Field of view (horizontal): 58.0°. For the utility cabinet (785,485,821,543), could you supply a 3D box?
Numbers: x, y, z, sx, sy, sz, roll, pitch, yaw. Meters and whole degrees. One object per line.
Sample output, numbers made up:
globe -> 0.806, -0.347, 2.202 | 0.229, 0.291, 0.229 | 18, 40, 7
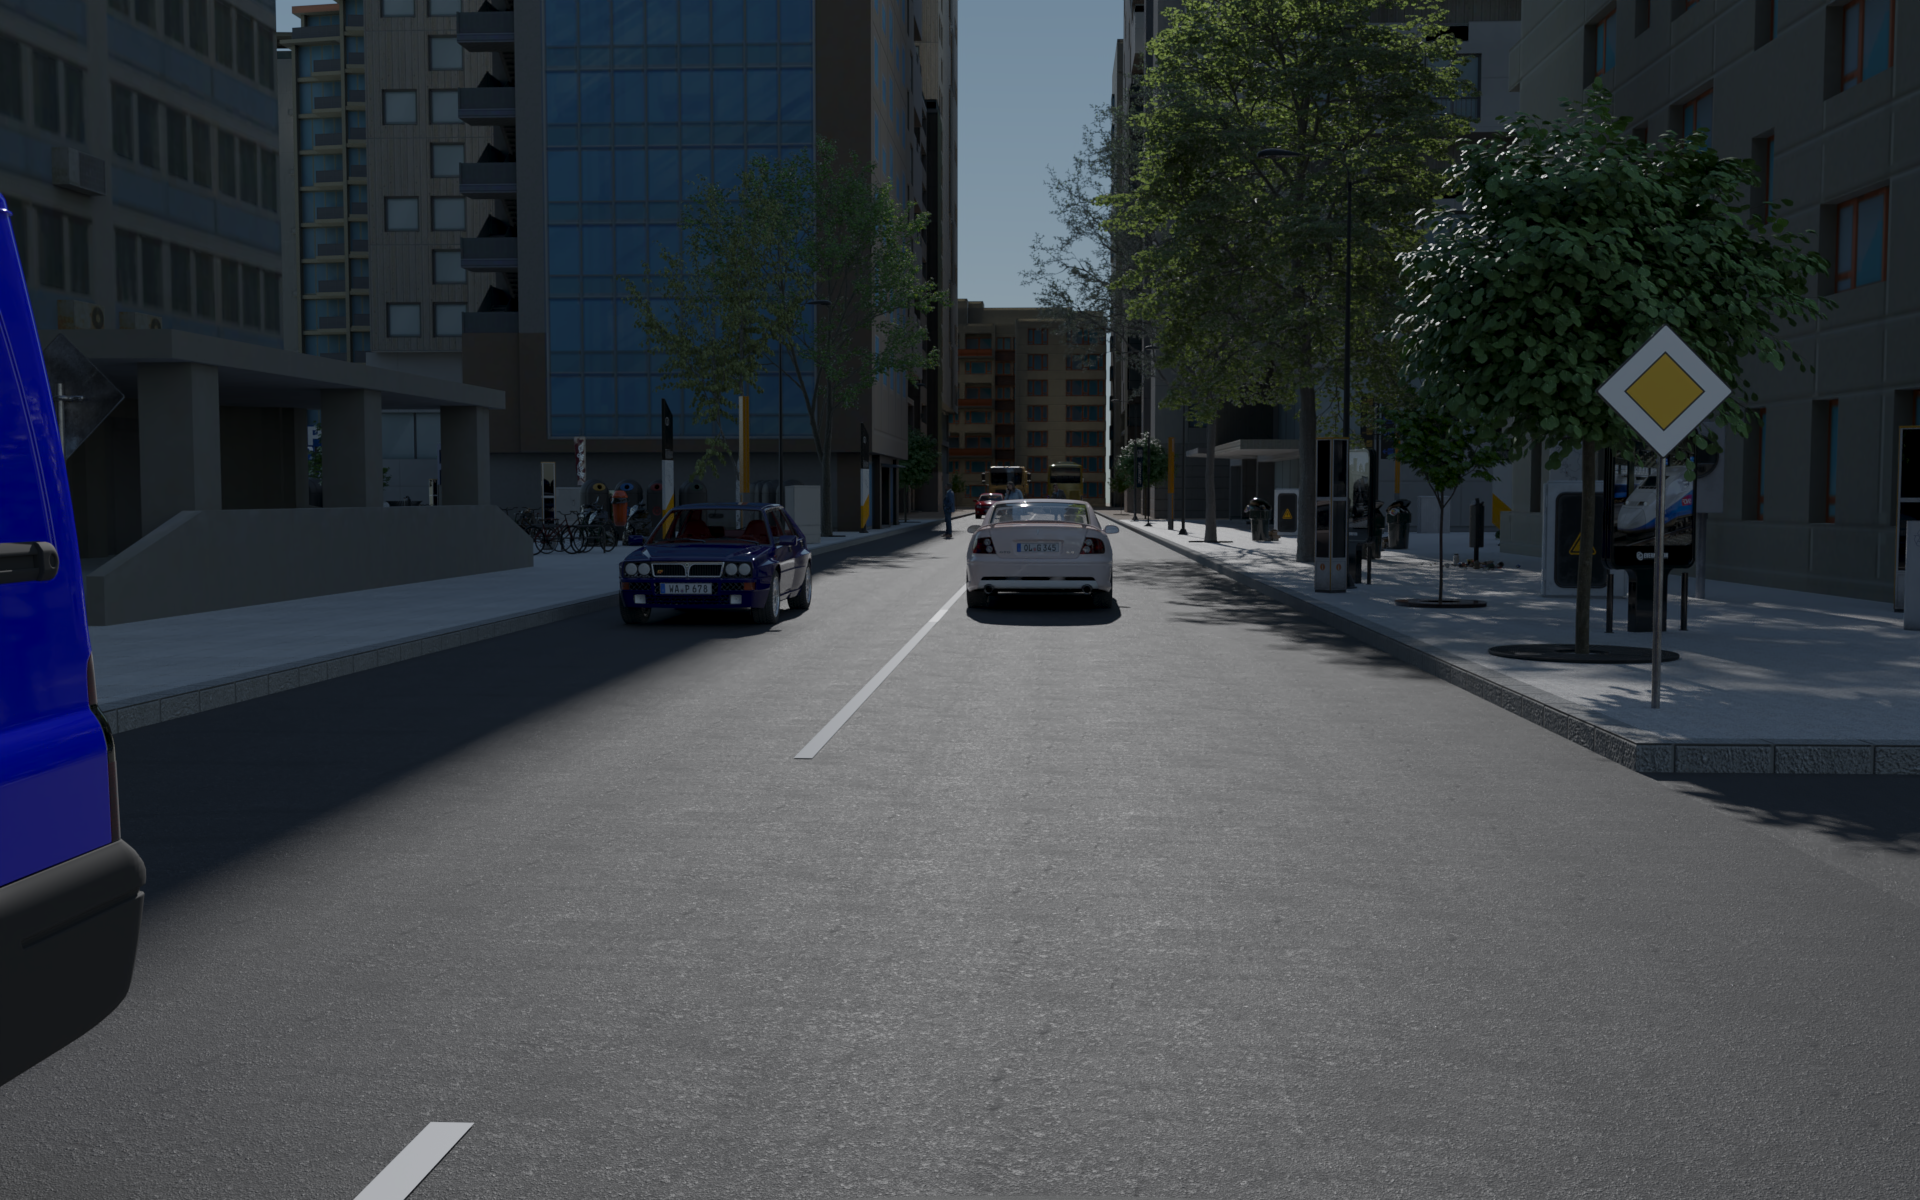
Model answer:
utility cabinet -> -4.033, -2.182, 44.357 | 0.318, 1.500, 1.173 | 2, 4, 29

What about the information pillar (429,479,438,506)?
information pillar -> -25.782, -4.914, 84.844 | 0.304, 2.012, 0.304 | 3, 5, 40

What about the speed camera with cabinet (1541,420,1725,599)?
speed camera with cabinet -> 8.248, -1.647, 21.266 | 2.038, 3.252, 0.660 | 1, 4, 17

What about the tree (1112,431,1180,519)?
tree -> 9.391, -6.396, 88.289 | 4.285, 4.588, 4.351 | 0, 3, 0

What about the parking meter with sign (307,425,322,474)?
parking meter with sign -> -16.259, -2.959, 44.647 | 0.543, 3.016, 1.738 | 0, 4, 1

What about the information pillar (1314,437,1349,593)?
information pillar -> 4.828, -1.102, 22.512 | 0.304, 2.012, 0.304 | -2, 4, -32

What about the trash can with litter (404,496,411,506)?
trash can with litter -> -21.960, -3.541, 68.948 | 1.678, 1.210, 2.233 | -2, 4, -29

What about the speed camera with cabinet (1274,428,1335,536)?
speed camera with cabinet -> 10.531, -3.544, 52.284 | 2.038, 3.252, 0.660 | 3, 4, 37

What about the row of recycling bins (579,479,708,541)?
row of recycling bins -> -8.729, -2.488, 47.784 | 3.534, 1.692, 1.069 | 0, 4, -3

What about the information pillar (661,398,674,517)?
information pillar -> -7.184, -3.131, 42.546 | 0.183, 3.616, 0.504 | 1, 4, 16

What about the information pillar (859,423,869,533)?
information pillar -> -3.133, -4.013, 56.969 | 0.183, 3.616, 0.504 | 1, 4, 22

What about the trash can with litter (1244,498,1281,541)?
trash can with litter -> 8.287, -2.196, 47.293 | 0.624, 1.170, 1.055 | 3, 5, 41

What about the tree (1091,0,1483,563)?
tree -> 6.162, -6.977, 32.207 | 7.486, 12.596, 7.792 | 0, 3, 0

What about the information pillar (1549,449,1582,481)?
information pillar -> 9.302, -2.158, 26.642 | 0.504, 3.616, 0.183 | 0, 4, 7

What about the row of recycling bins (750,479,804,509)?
row of recycling bins -> -5.261, -2.583, 49.342 | 1.069, 1.692, 3.534 | -2, 4, -24

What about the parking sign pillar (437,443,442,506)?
parking sign pillar -> -19.587, -4.757, 66.249 | 1.447, 3.967, 1.447 | -2, 4, -31

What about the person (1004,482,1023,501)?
person -> 1.633, -2.571, 50.803 | 0.793, 1.790, 0.793 | 0, 4, -5

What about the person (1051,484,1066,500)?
person -> 3.999, -3.777, 70.067 | 0.655, 1.846, 0.447 | 1, 4, 16

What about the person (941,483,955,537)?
person -> -0.378, -2.997, 57.683 | 0.419, 1.800, 0.721 | -1, 4, -9

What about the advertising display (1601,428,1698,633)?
advertising display -> 6.407, -0.666, 16.095 | 0.974, 1.923, 0.123 | -1, 4, -19

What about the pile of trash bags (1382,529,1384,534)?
pile of trash bags -> 11.956, -2.839, 56.176 | 3.447, 1.369, 1.912 | 0, 4, 5

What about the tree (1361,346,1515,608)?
tree -> 5.646, -1.539, 19.764 | 1.663, 3.219, 1.824 | 0, 3, 0

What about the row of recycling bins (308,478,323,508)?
row of recycling bins -> -16.349, -2.173, 42.643 | 3.534, 1.692, 1.069 | 1, 4, 14

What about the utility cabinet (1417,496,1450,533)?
utility cabinet -> 15.459, -2.773, 56.507 | 1.020, 1.237, 0.306 | 0, 4, -8

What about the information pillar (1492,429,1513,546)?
information pillar -> 13.412, -3.142, 42.719 | 0.504, 3.616, 0.183 | 2, 4, 31

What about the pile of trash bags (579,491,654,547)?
pile of trash bags -> -8.643, -2.082, 43.785 | 1.912, 1.369, 3.447 | -1, 4, -10

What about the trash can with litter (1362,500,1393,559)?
trash can with litter -> 7.912, -1.399, 34.262 | 0.624, 1.170, 1.055 | -2, 4, -26

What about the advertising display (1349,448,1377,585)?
advertising display -> 5.635, -1.204, 24.892 | 0.123, 1.923, 0.974 | -1, 4, -22

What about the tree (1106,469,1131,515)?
tree -> 9.824, -6.869, 106.907 | 1.663, 3.219, 1.824 | 0, 3, 0

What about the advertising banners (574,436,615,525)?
advertising banners -> -10.898, -3.419, 52.082 | 2.074, 3.025, 0.090 | 3, 4, 37

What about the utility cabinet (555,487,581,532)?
utility cabinet -> -12.859, -2.983, 57.452 | 1.173, 1.500, 0.318 | 0, 4, 8

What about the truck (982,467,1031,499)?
truck -> 3.522, -7.909, 125.232 | 3.469, 3.379, 9.791 | 0, 4, 4

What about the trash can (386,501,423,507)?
trash can -> -11.718, -1.523, 36.554 | 0.748, 1.137, 0.748 | 0, 3, 0

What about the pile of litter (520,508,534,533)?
pile of litter -> -13.834, -2.473, 54.407 | 1.176, 0.858, 1.719 | -1, 4, -19

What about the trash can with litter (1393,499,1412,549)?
trash can with litter -> 10.068, -1.774, 40.398 | 0.624, 1.170, 1.055 | -1, 4, -17

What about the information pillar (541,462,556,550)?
information pillar -> -9.441, -2.156, 39.738 | 0.304, 2.012, 0.304 | -1, 4, -17

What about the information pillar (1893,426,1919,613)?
information pillar -> 10.320, -0.870, 18.722 | 0.304, 2.012, 0.304 | 3, 5, 39

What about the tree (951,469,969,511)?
tree -> -0.349, -8.324, 130.706 | 1.663, 3.219, 1.824 | 0, 3, 0

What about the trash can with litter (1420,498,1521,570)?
trash can with litter -> 8.916, -1.170, 30.194 | 1.678, 1.210, 2.233 | 1, 4, 14

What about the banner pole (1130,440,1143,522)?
banner pole -> 8.271, -5.542, 80.627 | 0.401, 3.779, 0.863 | 3, 5, 42

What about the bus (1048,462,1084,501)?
bus -> 8.028, -8.574, 131.732 | 2.896, 3.916, 12.252 | 0, 4, 4
